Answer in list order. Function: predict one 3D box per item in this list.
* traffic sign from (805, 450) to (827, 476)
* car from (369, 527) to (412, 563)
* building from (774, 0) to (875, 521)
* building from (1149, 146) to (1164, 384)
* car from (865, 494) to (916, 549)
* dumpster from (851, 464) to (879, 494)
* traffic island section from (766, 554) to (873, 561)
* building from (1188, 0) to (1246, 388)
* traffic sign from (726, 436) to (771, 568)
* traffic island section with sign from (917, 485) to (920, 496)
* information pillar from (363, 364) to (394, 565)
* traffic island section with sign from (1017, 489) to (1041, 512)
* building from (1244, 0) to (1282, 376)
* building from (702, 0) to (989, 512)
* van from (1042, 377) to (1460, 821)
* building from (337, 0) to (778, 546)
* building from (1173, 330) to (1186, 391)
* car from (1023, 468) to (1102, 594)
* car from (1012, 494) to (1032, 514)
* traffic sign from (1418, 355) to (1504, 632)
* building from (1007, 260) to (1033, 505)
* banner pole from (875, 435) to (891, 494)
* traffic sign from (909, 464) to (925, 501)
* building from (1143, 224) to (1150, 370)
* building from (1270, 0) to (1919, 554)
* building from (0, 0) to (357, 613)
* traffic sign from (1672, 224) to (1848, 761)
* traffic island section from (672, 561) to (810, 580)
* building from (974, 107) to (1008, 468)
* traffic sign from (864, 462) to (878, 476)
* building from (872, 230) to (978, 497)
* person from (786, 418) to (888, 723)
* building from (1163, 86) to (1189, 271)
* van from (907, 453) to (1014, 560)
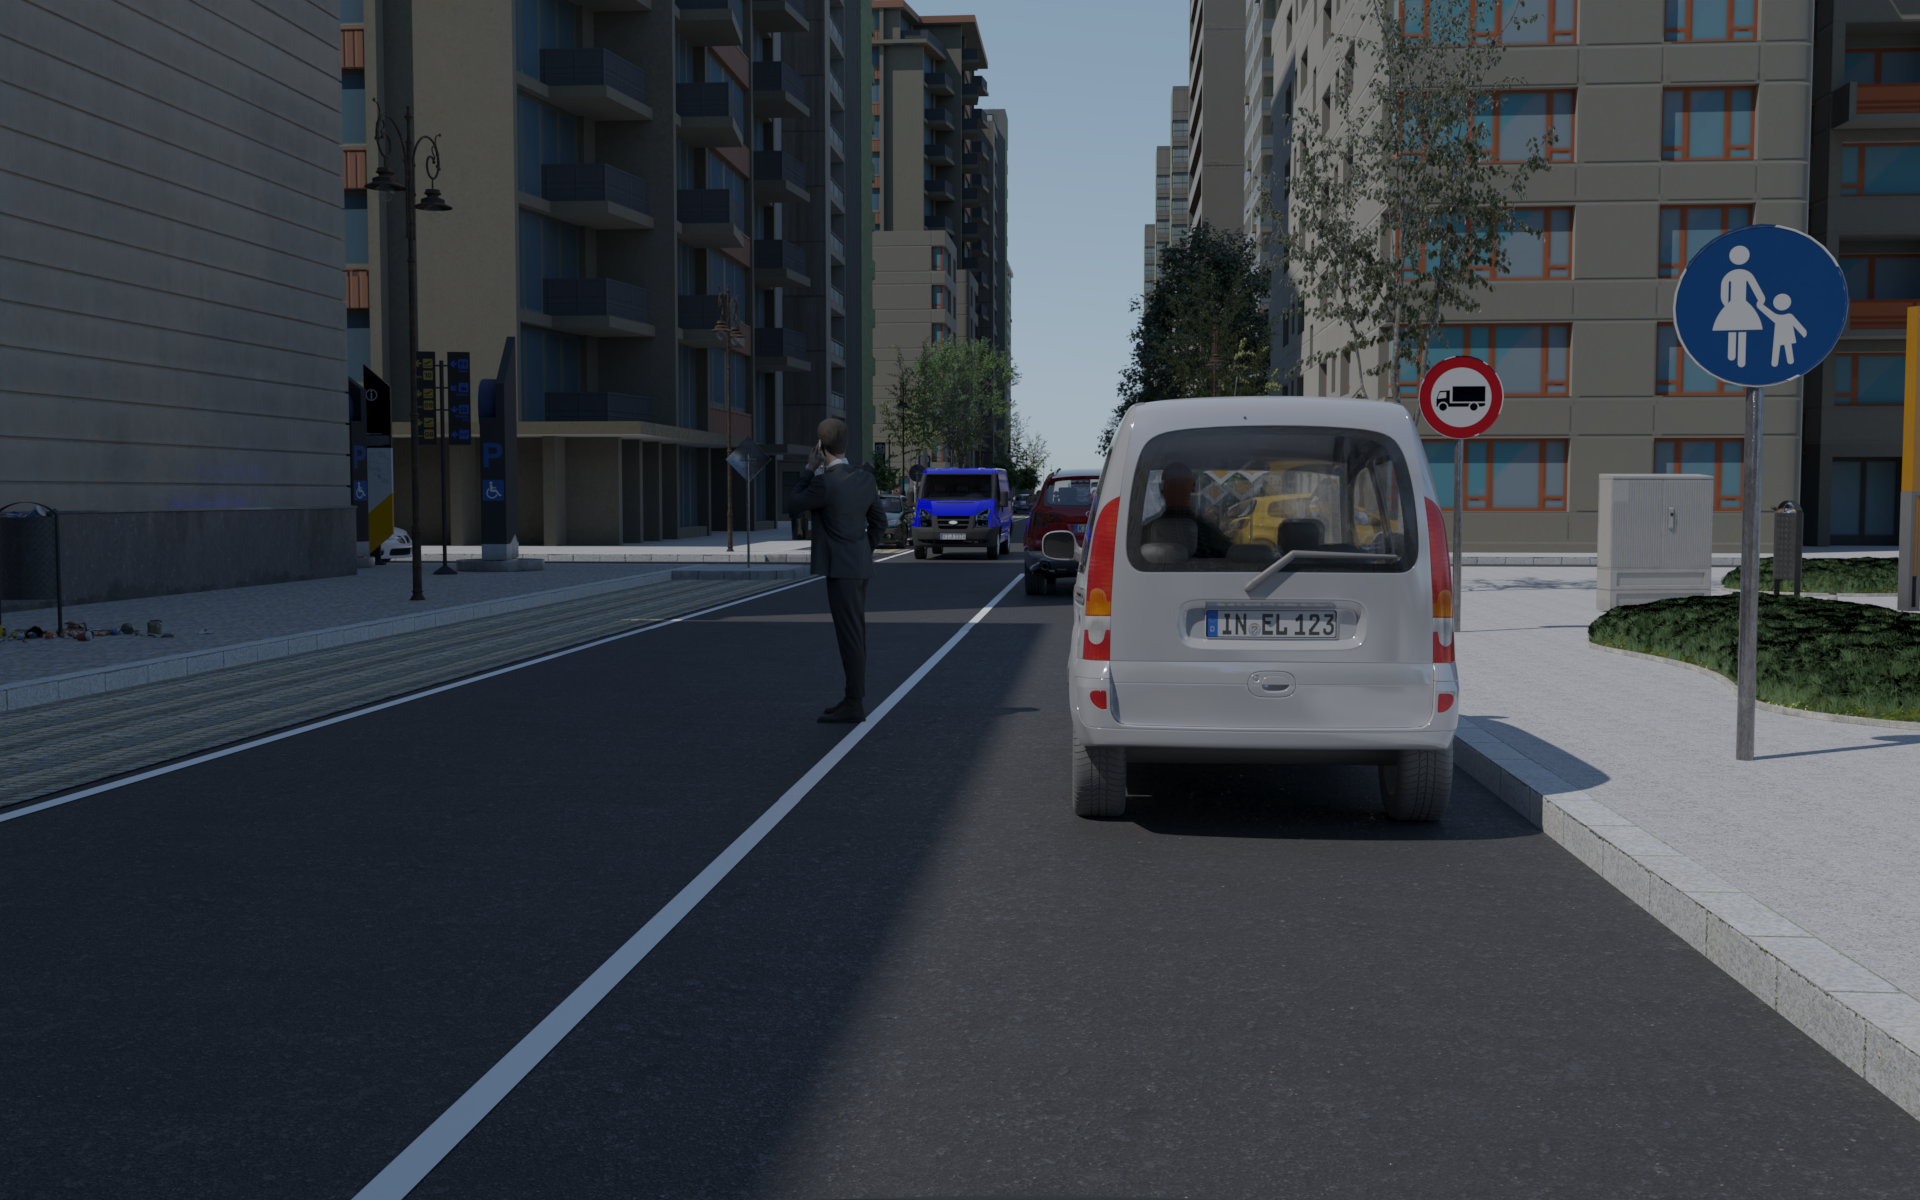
[{"bbox_3d":[-3.005,-2.104,38.044,0.795,2.450,0.064,0,4,5],"label":"traffic sign"},{"bbox_3d":[-13.362,-1.355,34.513,4.827,1.381,2.083,0,4,5],"label":"car"},{"bbox_3d":[-12.046,-24.537,84.769,14.154,41.232,14.086,0,4,5],"label":"building"},{"bbox_3d":[30.093,-31.930,205.647,14.154,41.232,14.086,0,4,5],"label":"building"},{"bbox_3d":[-2.136,-2.237,46.361,2.009,1.686,4.222,0,4,6],"label":"car"},{"bbox_3d":[-3.524,-3.313,56.655,1.502,2.255,1.985,0,4,5],"label":"dumpster"},{"bbox_3d":[-3.029,-0.968,38.108,2.009,0.180,2.903,0,4,5],"label":"traffic island section"},{"bbox_3d":[28.169,-30.889,128.743,21.300,48.544,21.600,0,4,5],"label":"building"},{"bbox_3d":[-3.676,-1.617,30.087,0.795,2.450,0.064,0,4,5],"label":"traffic sign"},{"bbox_3d":[-1.161,-3.157,60.248,1.989,1.847,2.006,0,4,5],"label":"traffic island section with sign"},{"bbox_3d":[-10.481,-2.437,31.199,0.504,3.616,0.183,0,4,-3],"label":"information pillar"},{"bbox_3d":[5.330,-7.861,137.156,1.989,1.847,2.006,0,4,5],"label":"traffic island section with sign"},{"bbox_3d":[28.460,-24.643,94.787,32.217,40.220,23.993,0,4,5],"label":"building"},{"bbox_3d":[-8.921,-30.789,158.030,22.147,44.769,28.867,0,4,5],"label":"building"},{"bbox_3d":[1.418,-0.122,9.015,2.013,2.044,4.112,0,4,4],"label":"van"},{"bbox_3d":[-17.015,-24.492,55.072,22.147,44.769,28.867,0,4,5],"label":"building"},{"bbox_3d":[32.702,-18.973,155.255,27.650,21.520,28.899,0,4,5],"label":"building"},{"bbox_3d":[2.091,-1.069,26.157,2.281,1.827,5.304,0,4,6],"label":"car"},{"bbox_3d":[4.841,-7.132,128.612,2.014,1.417,4.499,0,4,3],"label":"car"},{"bbox_3d":[4.609,-0.973,16.015,0.768,2.556,0.104,0,4,5],"label":"traffic sign"},{"bbox_3d":[-4.915,-34.825,261.272,32.217,40.220,23.993,0,4,5],"label":"building"},{"bbox_3d":[-3.219,-5.095,73.325,0.863,3.779,0.401,0,4,5],"label":"banner pole"},{"bbox_3d":[-1.809,-4.503,73.728,0.768,2.556,0.104,1,4,9],"label":"traffic sign"},{"bbox_3d":[34.845,-35.438,263.000,14.154,41.232,14.086,0,4,5],"label":"building"},{"bbox_3d":[24.839,-12.532,49.946,28.899,21.520,27.650,0,4,5],"label":"building"},{"bbox_3d":[-22.107,-13.748,22.043,25.104,27.353,12.463,0,4,5],"label":"building"},{"bbox_3d":[3.790,-0.500,8.286,0.768,2.556,0.104,1,4,14],"label":"traffic sign"},{"bbox_3d":[-3.700,-0.481,30.151,2.009,0.180,2.903,0,4,5],"label":"traffic island section"},{"bbox_3d":[-2.459,-30.313,179.212,14.154,41.232,14.086,0,4,5],"label":"building"},{"bbox_3d":[-3.316,-3.698,61.646,0.795,2.450,0.064,1,4,10],"label":"traffic sign"},{"bbox_3d":[-13.509,-17.386,129.294,27.650,21.520,28.899,0,4,5],"label":"building"},{"bbox_3d":[-0.784,-0.187,10.922,0.474,1.900,0.648,2,4,24],"label":"person"},{"bbox_3d":[28.330,-30.150,176.548,14.154,41.232,14.086,0,4,5],"label":"building"},{"bbox_3d":[0.101,-2.163,39.747,2.240,2.365,5.245,0,4,6],"label":"van"}]
